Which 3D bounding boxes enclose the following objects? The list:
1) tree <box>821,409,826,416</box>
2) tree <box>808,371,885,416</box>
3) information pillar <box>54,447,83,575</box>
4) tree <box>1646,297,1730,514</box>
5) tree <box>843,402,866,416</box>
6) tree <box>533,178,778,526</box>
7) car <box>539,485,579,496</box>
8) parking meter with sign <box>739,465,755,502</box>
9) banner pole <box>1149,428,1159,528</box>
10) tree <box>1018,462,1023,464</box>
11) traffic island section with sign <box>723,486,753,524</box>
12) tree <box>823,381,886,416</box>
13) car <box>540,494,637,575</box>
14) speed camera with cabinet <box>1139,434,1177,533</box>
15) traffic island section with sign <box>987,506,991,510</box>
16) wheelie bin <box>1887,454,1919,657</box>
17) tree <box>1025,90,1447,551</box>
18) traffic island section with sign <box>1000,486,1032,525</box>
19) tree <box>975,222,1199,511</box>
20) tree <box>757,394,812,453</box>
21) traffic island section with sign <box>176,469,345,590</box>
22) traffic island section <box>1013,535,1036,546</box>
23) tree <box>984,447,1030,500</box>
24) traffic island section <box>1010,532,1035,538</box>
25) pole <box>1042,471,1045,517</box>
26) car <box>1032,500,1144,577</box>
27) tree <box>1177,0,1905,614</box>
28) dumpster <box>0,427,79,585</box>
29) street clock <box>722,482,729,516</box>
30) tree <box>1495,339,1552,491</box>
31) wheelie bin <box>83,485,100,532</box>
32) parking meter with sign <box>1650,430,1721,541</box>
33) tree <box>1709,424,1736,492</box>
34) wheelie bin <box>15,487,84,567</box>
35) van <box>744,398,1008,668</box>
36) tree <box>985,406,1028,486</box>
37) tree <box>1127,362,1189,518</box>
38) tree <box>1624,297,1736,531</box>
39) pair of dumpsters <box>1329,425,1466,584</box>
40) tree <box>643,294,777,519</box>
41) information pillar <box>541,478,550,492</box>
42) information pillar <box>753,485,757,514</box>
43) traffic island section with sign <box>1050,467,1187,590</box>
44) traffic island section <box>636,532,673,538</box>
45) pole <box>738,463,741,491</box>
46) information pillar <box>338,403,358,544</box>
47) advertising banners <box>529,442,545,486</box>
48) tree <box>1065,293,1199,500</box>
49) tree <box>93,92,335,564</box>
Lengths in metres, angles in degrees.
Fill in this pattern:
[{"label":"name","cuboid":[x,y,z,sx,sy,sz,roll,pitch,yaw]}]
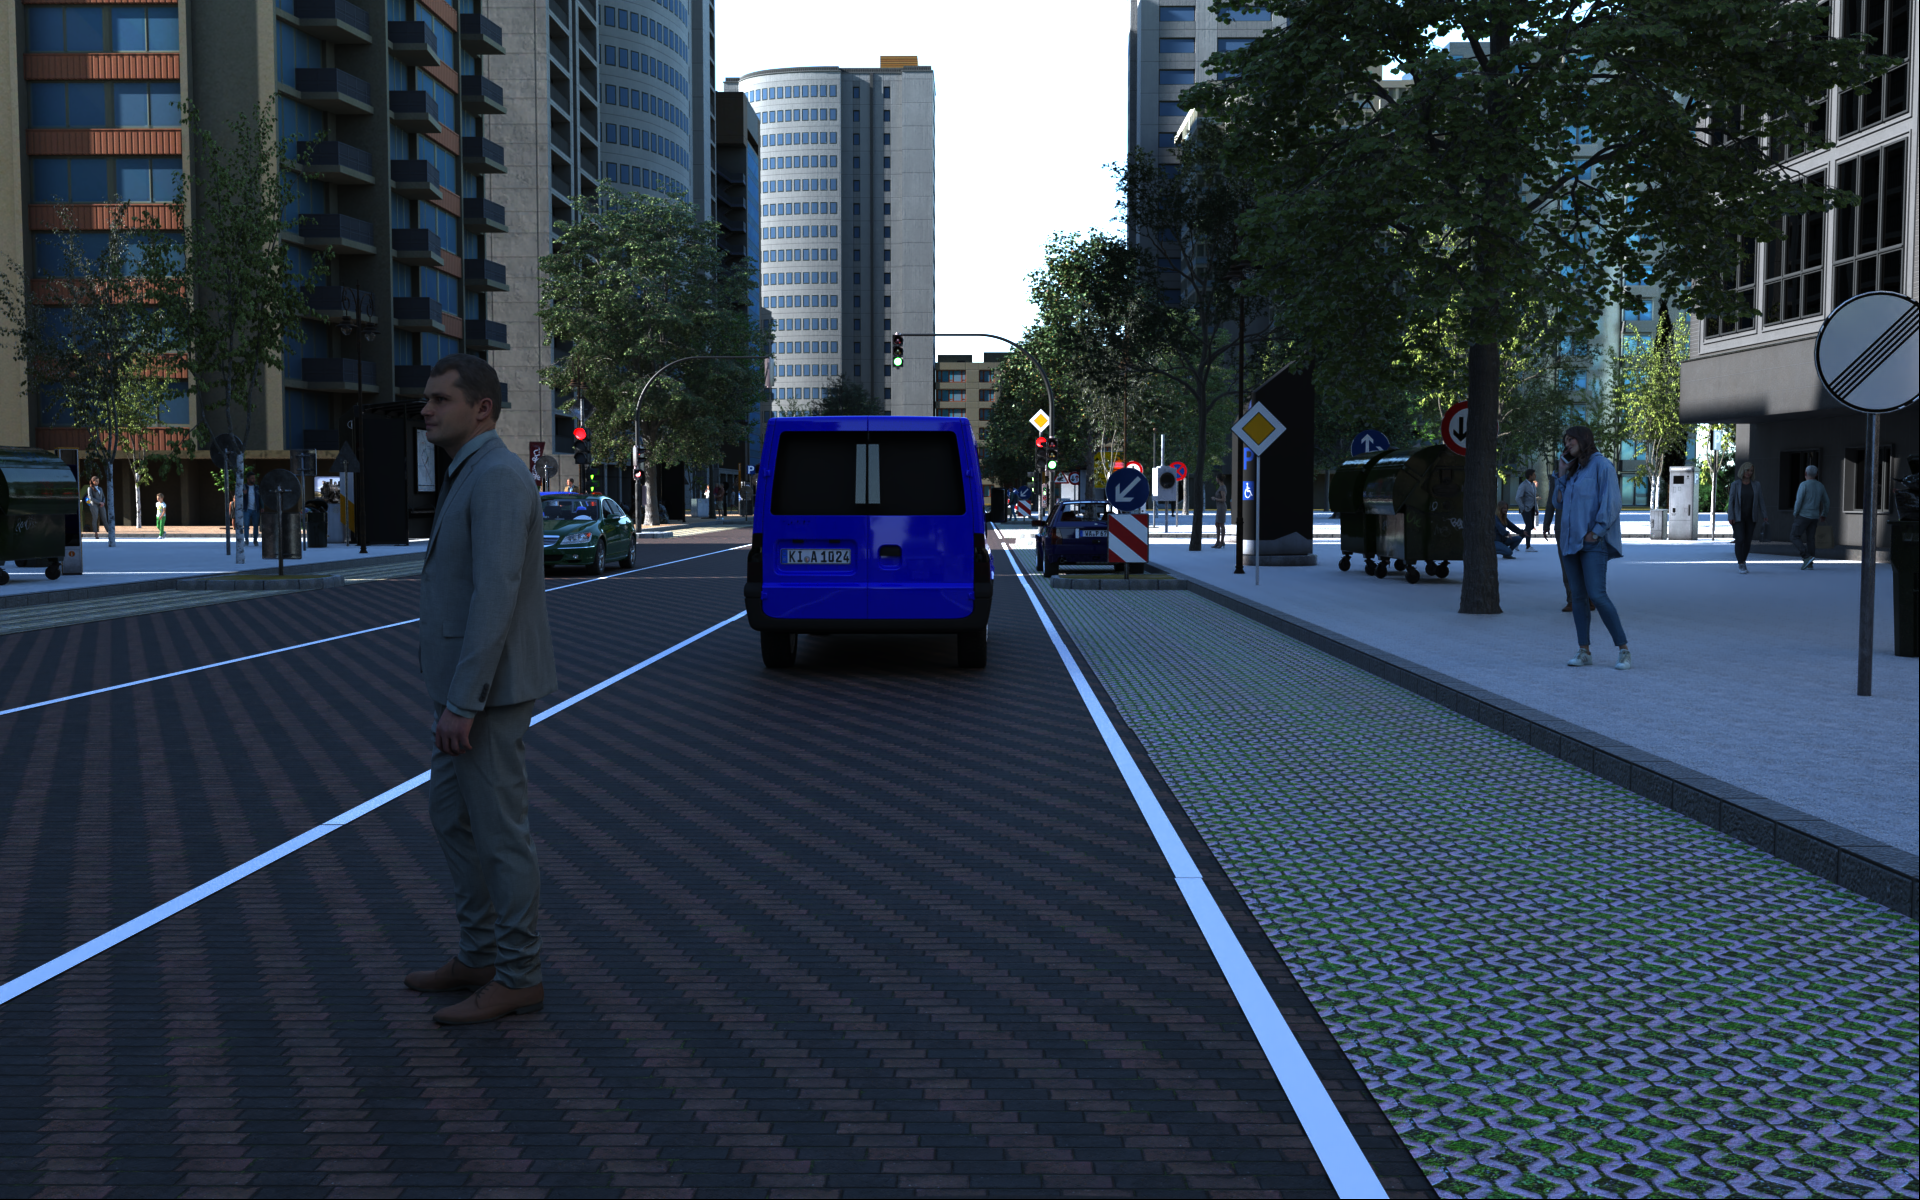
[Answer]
[{"label":"tree","cuboid":[-12.227,-11.781,142.979,4.737,8.622,4.395,0,3,0]},{"label":"tree","cuboid":[-11.680,-16.074,173.186,12.009,13.543,11.850,0,3,0]},{"label":"information pillar","cuboid":[-14.112,-1.402,27.417,0.304,2.012,0.304,-3,4,-38]},{"label":"tree","cuboid":[51.563,-12.967,113.831,13.155,14.587,18.604,-2,4,-31]},{"label":"tree","cuboid":[-12.305,-17.792,207.910,9.611,12.733,9.660,0,3,0]},{"label":"tree","cuboid":[-12.484,-10.010,70.322,9.857,13.997,8.962,0,3,0]},{"label":"car","cuboid":[-10.681,-2.192,45.432,1.945,1.707,3.694,0,3,0]},{"label":"parking meter with sign","cuboid":[-12.989,-6.671,105.329,0.543,3.016,1.738,-2,4,-26]},{"label":"banner pole","cuboid":[7.384,-4.634,65.779,0.401,3.779,0.863,0,4,6]},{"label":"tree","cuboid":[6.498,-11.115,116.144,7.601,10.594,8.767,-3,5,-41]},{"label":"traffic island section with sign","cuboid":[-10.102,-4.484,81.944,1.989,1.847,2.006,0,4,1]},{"label":"tree","cuboid":[-11.666,-17.594,194.319,9.857,13.997,8.962,0,3,0]},{"label":"car","cuboid":[-7.232,-1.243,32.118,2.131,1.459,4.920,0,4,1]},{"label":"speed camera with cabinet","cuboid":[6.105,-3.846,57.218,2.038,3.252,0.660,-1,4,-13]},{"label":"traffic island section with sign","cuboid":[3.625,-9.220,159.379,1.989,1.847,2.006,0,4,1]},{"label":"wheelie bin","cuboid":[7.747,-0.346,13.559,0.693,1.594,0.980,-2,4,-33]},{"label":"tree","cuboid":[5.672,-6.391,38.911,7.601,10.594,8.767,0,4,-3]},{"label":"traffic island section with sign","cuboid":[2.913,-4.476,81.815,1.989,1.847,2.006,0,4,1]},{"label":"tree","cuboid":[5.437,-9.562,73.351,9.611,12.733,9.660,0,3,0]},{"label":"tree","cuboid":[-12.771,-10.833,127.477,4.737,8.622,4.395,0,3,0]},{"label":"traffic island section with sign","cuboid":[-10.608,-1.096,26.549,1.989,1.847,2.006,0,4,1]},{"label":"traffic island section","cuboid":[2.609,-1.648,49.233,2.009,0.180,2.903,0,4,1]},{"label":"tree","cuboid":[6.480,-17.381,202.307,7.486,12.596,7.792,0,3,0]},{"label":"traffic island section","cuboid":[2.682,-2.137,57.218,2.009,0.180,2.903,0,4,1]},{"label":"pole","cuboid":[4.786,-6.428,98.939,0.158,3.312,0.155,0,3,0]},{"label":"car","cuboid":[2.274,-1.122,30.920,1.945,1.354,3.894,0,4,0]},{"label":"tree","cuboid":[5.758,-6.103,17.914,7.486,12.596,7.792,0,3,0]},{"label":"dumpster","cuboid":[-13.956,-1.377,25.015,1.502,2.255,1.985,0,4,0]},{"label":"street clock","cuboid":[-13.683,-5.888,100.845,0.471,2.002,0.358,-1,4,-18]},{"label":"tree","cuboid":[24.911,-7.948,80.310,4.360,8.622,3.978,0,3,0]},{"label":"wheelie bin","cuboid":[-29.520,-3.103,58.648,0.980,1.594,0.693,3,5,43]},{"label":"parking meter with sign","cuboid":[20.067,-3.164,47.989,0.543,3.016,1.738,-3,5,-45]},{"label":"tree","cuboid":[44.684,-7.756,89.720,11.467,7.101,20.602,0,4,7]},{"label":"wheelie bin","cuboid":[-16.184,-1.384,30.544,0.693,1.594,0.980,2,4,23]},{"label":"van","cuboid":[-0.669,-0.706,15.936,2.240,2.365,5.245,0,4,1]},{"label":"tree","cuboid":[6.448,-15.235,174.851,9.928,11.665,9.643,0,3,0]},{"label":"tree","cuboid":[10.525,-8.717,92.892,4.737,8.622,4.395,0,3,0]},{"label":"tree","cuboid":[26.669,-6.744,60.619,4.737,8.622,4.395,0,3,0]},{"label":"pair of dumpsters","cuboid":[6.901,-1.480,26.687,1.574,2.255,4.437,0,4,1]},{"label":"tree","cuboid":[-13.081,-10.049,90.061,9.928,11.665,9.643,0,3,0]},{"label":"information pillar","cuboid":[-14.716,-3.488,61.516,0.304,2.012,0.304,-1,4,-22]},{"label":"information pillar","cuboid":[-13.161,-6.560,111.741,0.304,2.012,0.304,2,4,35]},{"label":"traffic island section with sign","cuboid":[2.404,-1.102,26.651,1.989,1.847,2.006,0,4,1]},{"label":"traffic island section","cuboid":[-10.658,-2.145,57.344,2.009,0.180,2.903,0,4,1]},{"label":"pole","cuboid":[-14.467,-7.335,113.765,0.158,3.312,0.155,0,3,0]},{"label":"information pillar","cuboid":[-15.706,-3.256,44.595,0.504,3.616,0.183,-1,4,-10]},{"label":"advertising banners","cuboid":[-14.794,-3.749,57.478,2.074,3.025,0.090,-1,4,-22]},{"label":"tree","cuboid":[5.511,-6.821,61.883,4.360,8.622,3.978,0,3,0]},{"label":"tree","cuboid":[-13.437,-4.989,31.928,4.737,8.622,4.395,0,3,0]}]
